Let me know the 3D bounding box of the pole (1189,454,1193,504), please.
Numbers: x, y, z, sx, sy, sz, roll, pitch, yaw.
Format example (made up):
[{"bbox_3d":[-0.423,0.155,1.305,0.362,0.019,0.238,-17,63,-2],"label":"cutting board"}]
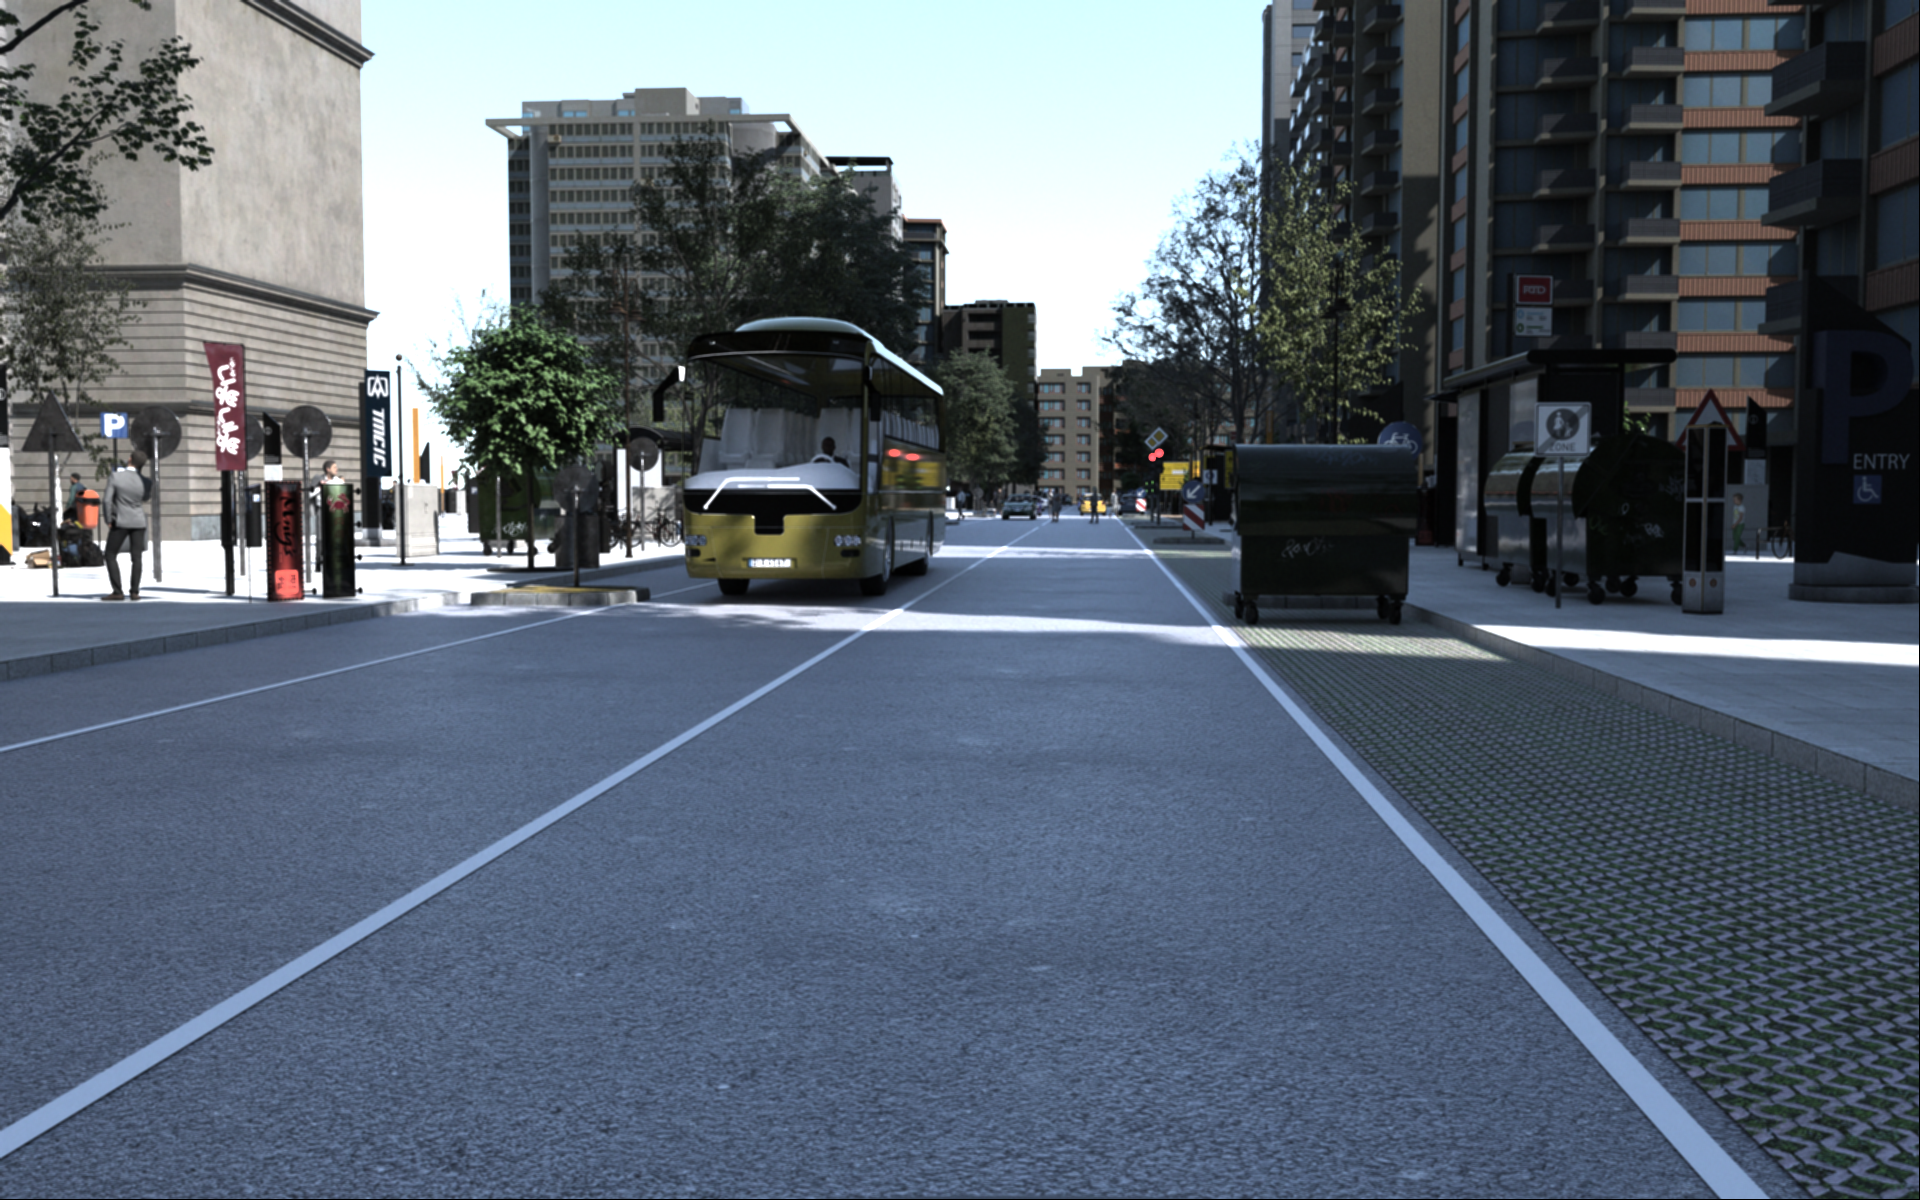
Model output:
[{"bbox_3d":[11.735,-5.762,88.053,0.158,3.312,0.155,0,3,0],"label":"pole"}]

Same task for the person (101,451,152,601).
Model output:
[{"bbox_3d":[-10.047,-0.896,20.869,0.592,1.802,0.473,-2,4,-29],"label":"person"}]

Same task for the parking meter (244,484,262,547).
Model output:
[{"bbox_3d":[-17.033,-2.039,41.741,0.372,1.533,0.369,0,3,0],"label":"parking meter"}]

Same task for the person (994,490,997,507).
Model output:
[{"bbox_3d":[3.615,-10.172,173.285,0.436,1.711,0.756,1,4,16],"label":"person"}]

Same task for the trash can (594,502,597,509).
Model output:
[{"bbox_3d":[-25.859,-6.849,123.641,0.748,1.137,0.748,0,3,0],"label":"trash can"}]

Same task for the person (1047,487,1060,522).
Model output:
[{"bbox_3d":[4.743,-4.835,87.908,0.532,1.782,0.716,-3,5,-41],"label":"person"}]

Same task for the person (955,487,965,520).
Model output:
[{"bbox_3d":[0.006,-5.308,95.379,0.679,1.850,0.850,3,4,39],"label":"person"}]

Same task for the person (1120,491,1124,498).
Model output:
[{"bbox_3d":[15.758,-9.820,169.875,0.721,1.723,1.217,0,4,6],"label":"person"}]

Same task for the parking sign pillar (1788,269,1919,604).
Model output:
[{"bbox_3d":[10.803,-1.978,20.807,1.447,3.967,1.447,0,4,-2],"label":"parking sign pillar"}]

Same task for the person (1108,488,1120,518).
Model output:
[{"bbox_3d":[9.183,-5.769,103.176,0.694,1.780,0.624,-3,5,-43],"label":"person"}]

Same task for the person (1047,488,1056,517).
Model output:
[{"bbox_3d":[5.679,-5.977,106.493,0.573,1.790,0.520,2,4,34],"label":"person"}]

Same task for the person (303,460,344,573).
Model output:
[{"bbox_3d":[-10.305,-1.345,28.134,0.679,1.850,0.850,-3,4,-36],"label":"person"}]

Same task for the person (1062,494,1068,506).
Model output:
[{"bbox_3d":[12.809,-12.166,210.653,0.697,1.427,0.421,1,4,20],"label":"person"}]

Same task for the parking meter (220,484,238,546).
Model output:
[{"bbox_3d":[-17.940,-2.084,42.480,0.372,1.533,0.369,0,3,0],"label":"parking meter"}]

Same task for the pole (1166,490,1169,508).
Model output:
[{"bbox_3d":[17.871,-9.501,149.182,0.158,3.312,0.155,0,3,0],"label":"pole"}]

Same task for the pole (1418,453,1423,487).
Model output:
[{"bbox_3d":[23.049,-5.679,86.700,0.158,3.312,0.155,0,3,0],"label":"pole"}]

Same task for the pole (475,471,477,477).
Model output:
[{"bbox_3d":[-42.650,-9.722,152.793,0.158,3.312,0.155,0,3,0],"label":"pole"}]

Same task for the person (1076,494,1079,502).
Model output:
[{"bbox_3d":[15.288,-13.031,224.816,0.557,1.426,1.065,1,4,17],"label":"person"}]

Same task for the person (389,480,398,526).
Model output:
[{"bbox_3d":[-22.732,-3.905,69.700,0.447,1.846,0.655,-1,4,-14],"label":"person"}]

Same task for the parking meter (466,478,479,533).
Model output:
[{"bbox_3d":[-15.927,-3.116,56.665,0.399,1.863,0.255,-2,4,-29],"label":"parking meter"}]

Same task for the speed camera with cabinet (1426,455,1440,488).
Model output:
[{"bbox_3d":[24.512,-5.679,87.188,2.038,3.252,0.660,0,4,-7],"label":"speed camera with cabinet"}]

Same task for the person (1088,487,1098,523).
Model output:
[{"bbox_3d":[6.530,-4.662,84.904,0.526,1.800,0.537,0,4,2],"label":"person"}]

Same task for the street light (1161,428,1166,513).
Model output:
[{"bbox_3d":[13.822,-8.887,118.082,0.468,5.910,1.993,0,4,4],"label":"street light"}]

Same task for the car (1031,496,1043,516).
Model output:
[{"bbox_3d":[4.504,-6.194,113.848,1.945,1.354,3.894,0,4,2],"label":"car"}]

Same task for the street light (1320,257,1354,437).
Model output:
[{"bbox_3d":[7.370,-3.744,34.007,0.468,5.910,1.993,0,4,4],"label":"street light"}]

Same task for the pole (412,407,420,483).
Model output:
[{"bbox_3d":[-12.812,-2.874,40.832,0.158,3.312,0.155,0,3,0],"label":"pole"}]

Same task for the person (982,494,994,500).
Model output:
[{"bbox_3d":[2.930,-10.774,182.724,1.217,1.766,0.721,0,4,3],"label":"person"}]

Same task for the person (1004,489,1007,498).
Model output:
[{"bbox_3d":[4.930,-11.261,190.103,0.705,1.831,1.348,2,4,24],"label":"person"}]

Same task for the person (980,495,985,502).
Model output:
[{"bbox_3d":[2.729,-13.065,220.203,0.990,1.755,0.434,-1,4,-18],"label":"person"}]

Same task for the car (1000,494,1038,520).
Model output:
[{"bbox_3d":[3.371,-5.283,98.179,2.131,1.459,4.920,0,4,5],"label":"car"}]

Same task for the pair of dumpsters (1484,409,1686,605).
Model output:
[{"bbox_3d":[7.934,-1.192,21.977,1.574,2.255,4.437,0,4,4],"label":"pair of dumpsters"}]

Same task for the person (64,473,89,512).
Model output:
[{"bbox_3d":[-22.818,-2.366,44.708,0.713,1.824,0.794,2,4,31],"label":"person"}]

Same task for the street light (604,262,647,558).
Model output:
[{"bbox_3d":[-6.665,-3.787,34.703,0.468,5.910,1.993,0,4,4],"label":"street light"}]

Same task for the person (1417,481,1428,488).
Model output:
[{"bbox_3d":[17.877,-3.724,67.202,0.793,1.790,0.793,-1,4,-17],"label":"person"}]

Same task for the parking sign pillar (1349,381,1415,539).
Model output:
[{"bbox_3d":[10.041,-3.256,41.706,1.447,3.967,1.447,2,4,34],"label":"parking sign pillar"}]

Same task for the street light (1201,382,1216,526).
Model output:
[{"bbox_3d":[10.214,-5.971,70.412,0.468,5.910,1.993,0,4,4],"label":"street light"}]

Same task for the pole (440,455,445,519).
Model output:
[{"bbox_3d":[-27.162,-5.934,90.864,0.158,3.312,0.155,0,3,0],"label":"pole"}]

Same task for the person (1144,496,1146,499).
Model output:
[{"bbox_3d":[24.431,-13.590,229.068,0.721,1.723,1.217,0,4,6],"label":"person"}]

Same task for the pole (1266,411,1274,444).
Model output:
[{"bbox_3d":[7.594,-2.977,42.513,0.158,3.312,0.155,0,3,0],"label":"pole"}]

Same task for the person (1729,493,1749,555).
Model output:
[{"bbox_3d":[16.501,-1.612,36.655,0.590,1.304,0.306,-2,4,-25],"label":"person"}]

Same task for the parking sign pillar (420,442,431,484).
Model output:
[{"bbox_3d":[-27.405,-6.109,88.346,1.447,3.967,1.447,0,4,0],"label":"parking sign pillar"}]

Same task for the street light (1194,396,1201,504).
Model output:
[{"bbox_3d":[11.112,-6.660,81.680,0.468,5.910,1.993,0,4,4],"label":"street light"}]

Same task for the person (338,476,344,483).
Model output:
[{"bbox_3d":[-18.809,-2.843,52.631,0.679,1.850,0.850,1,4,12],"label":"person"}]

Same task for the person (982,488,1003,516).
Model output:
[{"bbox_3d":[2.204,-6.448,114.135,1.509,1.804,0.699,0,4,6],"label":"person"}]

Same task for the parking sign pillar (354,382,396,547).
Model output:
[{"bbox_3d":[-14.441,-3.303,42.470,1.447,3.967,1.447,-1,4,-15],"label":"parking sign pillar"}]

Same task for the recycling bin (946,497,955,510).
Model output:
[{"bbox_3d":[-0.863,-8.052,144.198,0.722,1.027,0.722,1,4,21],"label":"recycling bin"}]

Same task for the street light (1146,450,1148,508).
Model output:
[{"bbox_3d":[16.685,-11.112,154.471,0.468,5.910,1.993,0,4,4],"label":"street light"}]
